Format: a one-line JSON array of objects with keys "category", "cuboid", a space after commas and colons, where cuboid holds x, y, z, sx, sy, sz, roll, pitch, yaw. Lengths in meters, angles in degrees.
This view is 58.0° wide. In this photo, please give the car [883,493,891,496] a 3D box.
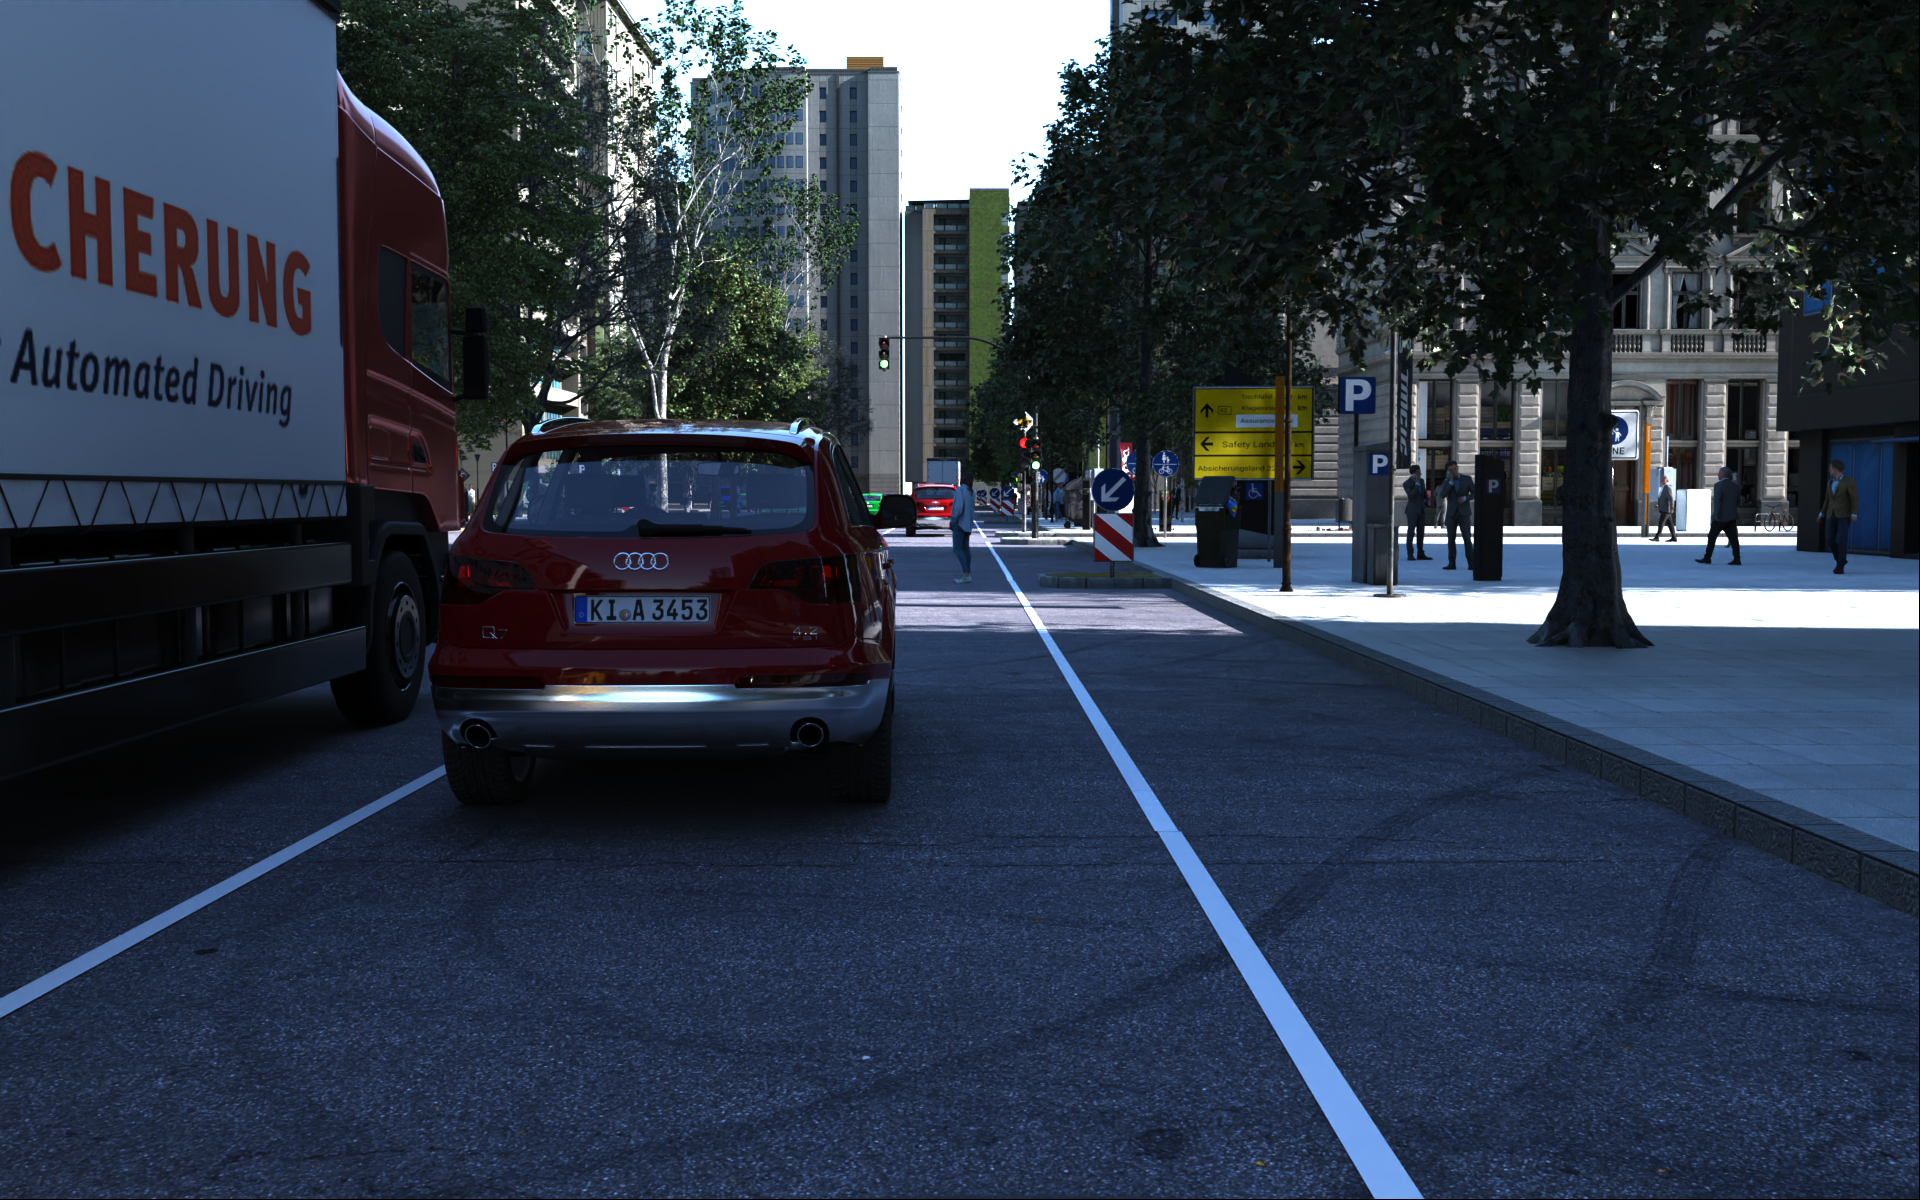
[{"category": "car", "cuboid": [-7.686, -10.891, 187.662, 1.945, 1.707, 3.694, 0, 4, -2]}]

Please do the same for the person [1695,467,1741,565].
[{"category": "person", "cuboid": [13.847, -1.534, 31.529, 0.661, 1.777, 0.834, -2, 4, -33]}]

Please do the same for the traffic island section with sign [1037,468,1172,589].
[{"category": "traffic island section with sign", "cuboid": [2.230, -1.137, 27.211, 1.989, 1.847, 2.006, 0, 3, 0]}]

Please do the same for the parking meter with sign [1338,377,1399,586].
[{"category": "parking meter with sign", "cuboid": [5.945, -1.759, 25.023, 0.543, 3.016, 1.738, 0, 4, -3]}]

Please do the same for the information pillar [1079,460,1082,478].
[{"category": "information pillar", "cuboid": [7.946, -7.519, 114.283, 0.183, 3.616, 0.504, -1, 4, -16]}]

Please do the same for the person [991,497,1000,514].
[{"category": "person", "cuboid": [2.548, -7.016, 123.468, 0.793, 1.790, 0.793, 0, 4, -6]}]

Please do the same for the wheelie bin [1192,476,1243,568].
[{"category": "wheelie bin", "cuboid": [4.497, -1.371, 30.327, 0.980, 1.594, 0.693, 3, 5, 39]}]

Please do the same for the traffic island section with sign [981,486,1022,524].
[{"category": "traffic island section with sign", "cuboid": [2.152, -4.569, 83.338, 1.989, 1.847, 2.006, 0, 3, 0]}]

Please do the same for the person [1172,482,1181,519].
[{"category": "person", "cuboid": [10.996, -5.056, 88.066, 0.648, 1.900, 0.474, 0, 4, -2]}]

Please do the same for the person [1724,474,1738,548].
[{"category": "person", "cuboid": [18.437, -2.146, 41.468, 0.599, 1.781, 0.374, -1, 4, -18]}]

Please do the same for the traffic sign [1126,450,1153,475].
[{"category": "traffic sign", "cuboid": [5.126, -3.021, 49.495, 0.768, 2.556, 0.104, 0, 4, 7]}]

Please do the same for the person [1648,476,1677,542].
[{"category": "person", "cuboid": [18.852, -2.448, 46.464, 0.834, 1.777, 0.661, 0, 4, -1]}]

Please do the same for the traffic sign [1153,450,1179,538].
[{"category": "traffic sign", "cuboid": [6.009, -3.094, 50.690, 0.768, 2.556, 0.104, 0, 4, 1]}]

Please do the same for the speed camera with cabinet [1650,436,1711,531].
[{"category": "speed camera with cabinet", "cuboid": [24.770, -3.990, 59.566, 2.038, 3.252, 0.660, -1, 4, -13]}]

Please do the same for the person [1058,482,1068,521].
[{"category": "person", "cuboid": [4.815, -4.643, 81.801, 0.661, 1.843, 0.795, 1, 4, 19]}]

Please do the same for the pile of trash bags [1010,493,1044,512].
[{"category": "pile of trash bags", "cuboid": [5.095, -6.962, 123.578, 3.447, 1.369, 1.912, 2, 4, 25]}]

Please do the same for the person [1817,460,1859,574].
[{"category": "person", "cuboid": [14.236, -1.354, 28.092, 0.656, 1.842, 0.836, 3, 4, 38]}]

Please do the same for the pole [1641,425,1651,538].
[{"category": "pole", "cuboid": [20.199, -3.494, 50.978, 0.158, 3.312, 0.155, 0, 3, 0]}]

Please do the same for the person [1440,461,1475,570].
[{"category": "person", "cuboid": [8.448, -1.434, 29.297, 0.655, 1.846, 0.447, 2, 4, 25]}]

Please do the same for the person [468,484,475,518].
[{"category": "person", "cuboid": [-25.398, -5.111, 89.841, 0.478, 1.798, 0.641, 0, 4, -2]}]

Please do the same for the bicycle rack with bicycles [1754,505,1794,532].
[{"category": "bicycle rack with bicycles", "cuboid": [28.561, -2.784, 58.905, 2.925, 0.926, 2.852, -3, 4, -38]}]

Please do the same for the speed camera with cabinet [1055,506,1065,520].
[{"category": "speed camera with cabinet", "cuboid": [5.770, -5.619, 86.210, 2.038, 3.252, 0.660, -1, 4, -11]}]

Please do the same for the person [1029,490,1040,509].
[{"category": "person", "cuboid": [4.109, -5.389, 94.275, 0.709, 1.813, 0.853, -1, 4, -17]}]

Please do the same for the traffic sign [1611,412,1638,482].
[{"category": "traffic sign", "cuboid": [7.949, -1.164, 21.167, 0.606, 2.300, 0.079, 0, 4, 5]}]

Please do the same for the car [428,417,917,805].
[{"category": "car", "cuboid": [-1.370, -0.053, 9.548, 2.281, 1.827, 5.304, 0, 4, -2]}]

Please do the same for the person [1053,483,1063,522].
[{"category": "person", "cuboid": [4.501, -4.507, 79.998, 0.793, 1.790, 0.793, 2, 4, 29]}]

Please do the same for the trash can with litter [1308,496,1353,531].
[{"category": "trash can with litter", "cuboid": [13.080, -3.026, 60.538, 2.233, 1.210, 1.678, -1, 4, -16]}]

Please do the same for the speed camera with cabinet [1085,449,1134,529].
[{"category": "speed camera with cabinet", "cuboid": [5.606, -4.200, 63.013, 2.038, 3.252, 0.660, -1, 4, -14]}]

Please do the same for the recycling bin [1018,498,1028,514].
[{"category": "recycling bin", "cuboid": [4.066, -5.997, 110.609, 0.722, 1.027, 0.722, 0, 4, 5]}]

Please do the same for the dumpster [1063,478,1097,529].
[{"category": "dumpster", "cuboid": [4.528, -3.614, 64.854, 1.264, 1.857, 1.865, 0, 3, 0]}]

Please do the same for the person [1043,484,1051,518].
[{"category": "person", "cuboid": [4.662, -5.331, 93.079, 0.818, 1.842, 0.514, -3, 5, -42]}]

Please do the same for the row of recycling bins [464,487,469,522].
[{"category": "row of recycling bins", "cuboid": [-24.059, -4.408, 79.189, 1.069, 1.692, 3.534, 3, 5, 40]}]

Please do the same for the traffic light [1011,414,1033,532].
[{"category": "traffic light", "cuboid": [2.133, -4.225, 58.006, 0.839, 4.253, 0.868, 0, 3, 0]}]

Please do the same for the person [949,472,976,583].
[{"category": "person", "cuboid": [0.066, -1.181, 28.081, 0.793, 1.790, 0.793, 0, 4, -6]}]

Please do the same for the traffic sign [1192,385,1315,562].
[{"category": "traffic sign", "cuboid": [5.518, -2.372, 32.656, 2.265, 3.308, 0.079, 0, 4, 8]}]

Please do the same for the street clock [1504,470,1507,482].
[{"category": "street clock", "cuboid": [14.963, -2.667, 48.183, 0.471, 2.002, 0.358, 1, 4, 21]}]

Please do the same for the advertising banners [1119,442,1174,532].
[{"category": "advertising banners", "cuboid": [6.311, -3.822, 58.680, 2.074, 3.025, 0.090, -1, 4, -19]}]

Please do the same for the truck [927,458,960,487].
[{"category": "truck", "cuboid": [-1.263, -9.244, 140.046, 2.839, 4.237, 11.283, 0, 4, 1]}]

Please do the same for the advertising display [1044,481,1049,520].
[{"category": "advertising display", "cuboid": [4.356, -5.042, 87.655, 0.123, 1.923, 0.974, 0, 4, -4]}]

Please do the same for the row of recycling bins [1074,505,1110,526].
[{"category": "row of recycling bins", "cuboid": [5.385, -3.737, 68.218, 1.069, 1.692, 3.534, -1, 4, -17]}]

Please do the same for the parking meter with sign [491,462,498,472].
[{"category": "parking meter with sign", "cuboid": [-25.086, -6.104, 96.053, 0.543, 3.016, 1.738, 3, 4, 37]}]

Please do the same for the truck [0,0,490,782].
[{"category": "truck", "cuboid": [-4.601, -1.129, 7.381, 2.839, 4.237, 11.283, 0, 4, -1]}]

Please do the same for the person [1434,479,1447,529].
[{"category": "person", "cuboid": [17.905, -3.576, 64.323, 0.447, 1.846, 0.655, -3, 5, -39]}]

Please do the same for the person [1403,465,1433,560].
[{"category": "person", "cuboid": [8.909, -1.696, 33.575, 0.655, 1.846, 0.447, -2, 4, -34]}]

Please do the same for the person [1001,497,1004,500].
[{"category": "person", "cuboid": [4.124, -9.022, 156.748, 0.799, 1.438, 0.628, -2, 4, -32]}]

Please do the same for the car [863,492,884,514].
[{"category": "car", "cuboid": [-4.718, -5.090, 92.019, 1.959, 1.807, 4.718, 0, 4, 1]}]

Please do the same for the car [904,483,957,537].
[{"category": "car", "cuboid": [-0.840, -3.126, 59.784, 2.281, 1.827, 5.304, 0, 4, -1]}]

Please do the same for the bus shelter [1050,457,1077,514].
[{"category": "bus shelter", "cuboid": [6.275, -7.130, 107.861, 1.731, 3.624, 6.357, 0, 4, 0]}]

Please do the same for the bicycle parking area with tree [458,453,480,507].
[{"category": "bicycle parking area with tree", "cuboid": [-34.547, -8.290, 122.549, 9.016, 4.147, 8.231, 1, 4, 10]}]

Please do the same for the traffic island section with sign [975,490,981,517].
[{"category": "traffic island section with sign", "cuboid": [2.100, -6.231, 110.508, 1.989, 1.847, 2.006, 0, 3, 0]}]

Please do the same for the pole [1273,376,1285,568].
[{"category": "pole", "cuboid": [5.542, -2.216, 30.079, 0.158, 3.312, 0.155, 0, 3, 0]}]

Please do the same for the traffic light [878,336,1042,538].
[{"category": "traffic light", "cuboid": [0.054, -4.600, 49.876, 4.771, 5.953, 1.251, 0, 3, 0]}]
